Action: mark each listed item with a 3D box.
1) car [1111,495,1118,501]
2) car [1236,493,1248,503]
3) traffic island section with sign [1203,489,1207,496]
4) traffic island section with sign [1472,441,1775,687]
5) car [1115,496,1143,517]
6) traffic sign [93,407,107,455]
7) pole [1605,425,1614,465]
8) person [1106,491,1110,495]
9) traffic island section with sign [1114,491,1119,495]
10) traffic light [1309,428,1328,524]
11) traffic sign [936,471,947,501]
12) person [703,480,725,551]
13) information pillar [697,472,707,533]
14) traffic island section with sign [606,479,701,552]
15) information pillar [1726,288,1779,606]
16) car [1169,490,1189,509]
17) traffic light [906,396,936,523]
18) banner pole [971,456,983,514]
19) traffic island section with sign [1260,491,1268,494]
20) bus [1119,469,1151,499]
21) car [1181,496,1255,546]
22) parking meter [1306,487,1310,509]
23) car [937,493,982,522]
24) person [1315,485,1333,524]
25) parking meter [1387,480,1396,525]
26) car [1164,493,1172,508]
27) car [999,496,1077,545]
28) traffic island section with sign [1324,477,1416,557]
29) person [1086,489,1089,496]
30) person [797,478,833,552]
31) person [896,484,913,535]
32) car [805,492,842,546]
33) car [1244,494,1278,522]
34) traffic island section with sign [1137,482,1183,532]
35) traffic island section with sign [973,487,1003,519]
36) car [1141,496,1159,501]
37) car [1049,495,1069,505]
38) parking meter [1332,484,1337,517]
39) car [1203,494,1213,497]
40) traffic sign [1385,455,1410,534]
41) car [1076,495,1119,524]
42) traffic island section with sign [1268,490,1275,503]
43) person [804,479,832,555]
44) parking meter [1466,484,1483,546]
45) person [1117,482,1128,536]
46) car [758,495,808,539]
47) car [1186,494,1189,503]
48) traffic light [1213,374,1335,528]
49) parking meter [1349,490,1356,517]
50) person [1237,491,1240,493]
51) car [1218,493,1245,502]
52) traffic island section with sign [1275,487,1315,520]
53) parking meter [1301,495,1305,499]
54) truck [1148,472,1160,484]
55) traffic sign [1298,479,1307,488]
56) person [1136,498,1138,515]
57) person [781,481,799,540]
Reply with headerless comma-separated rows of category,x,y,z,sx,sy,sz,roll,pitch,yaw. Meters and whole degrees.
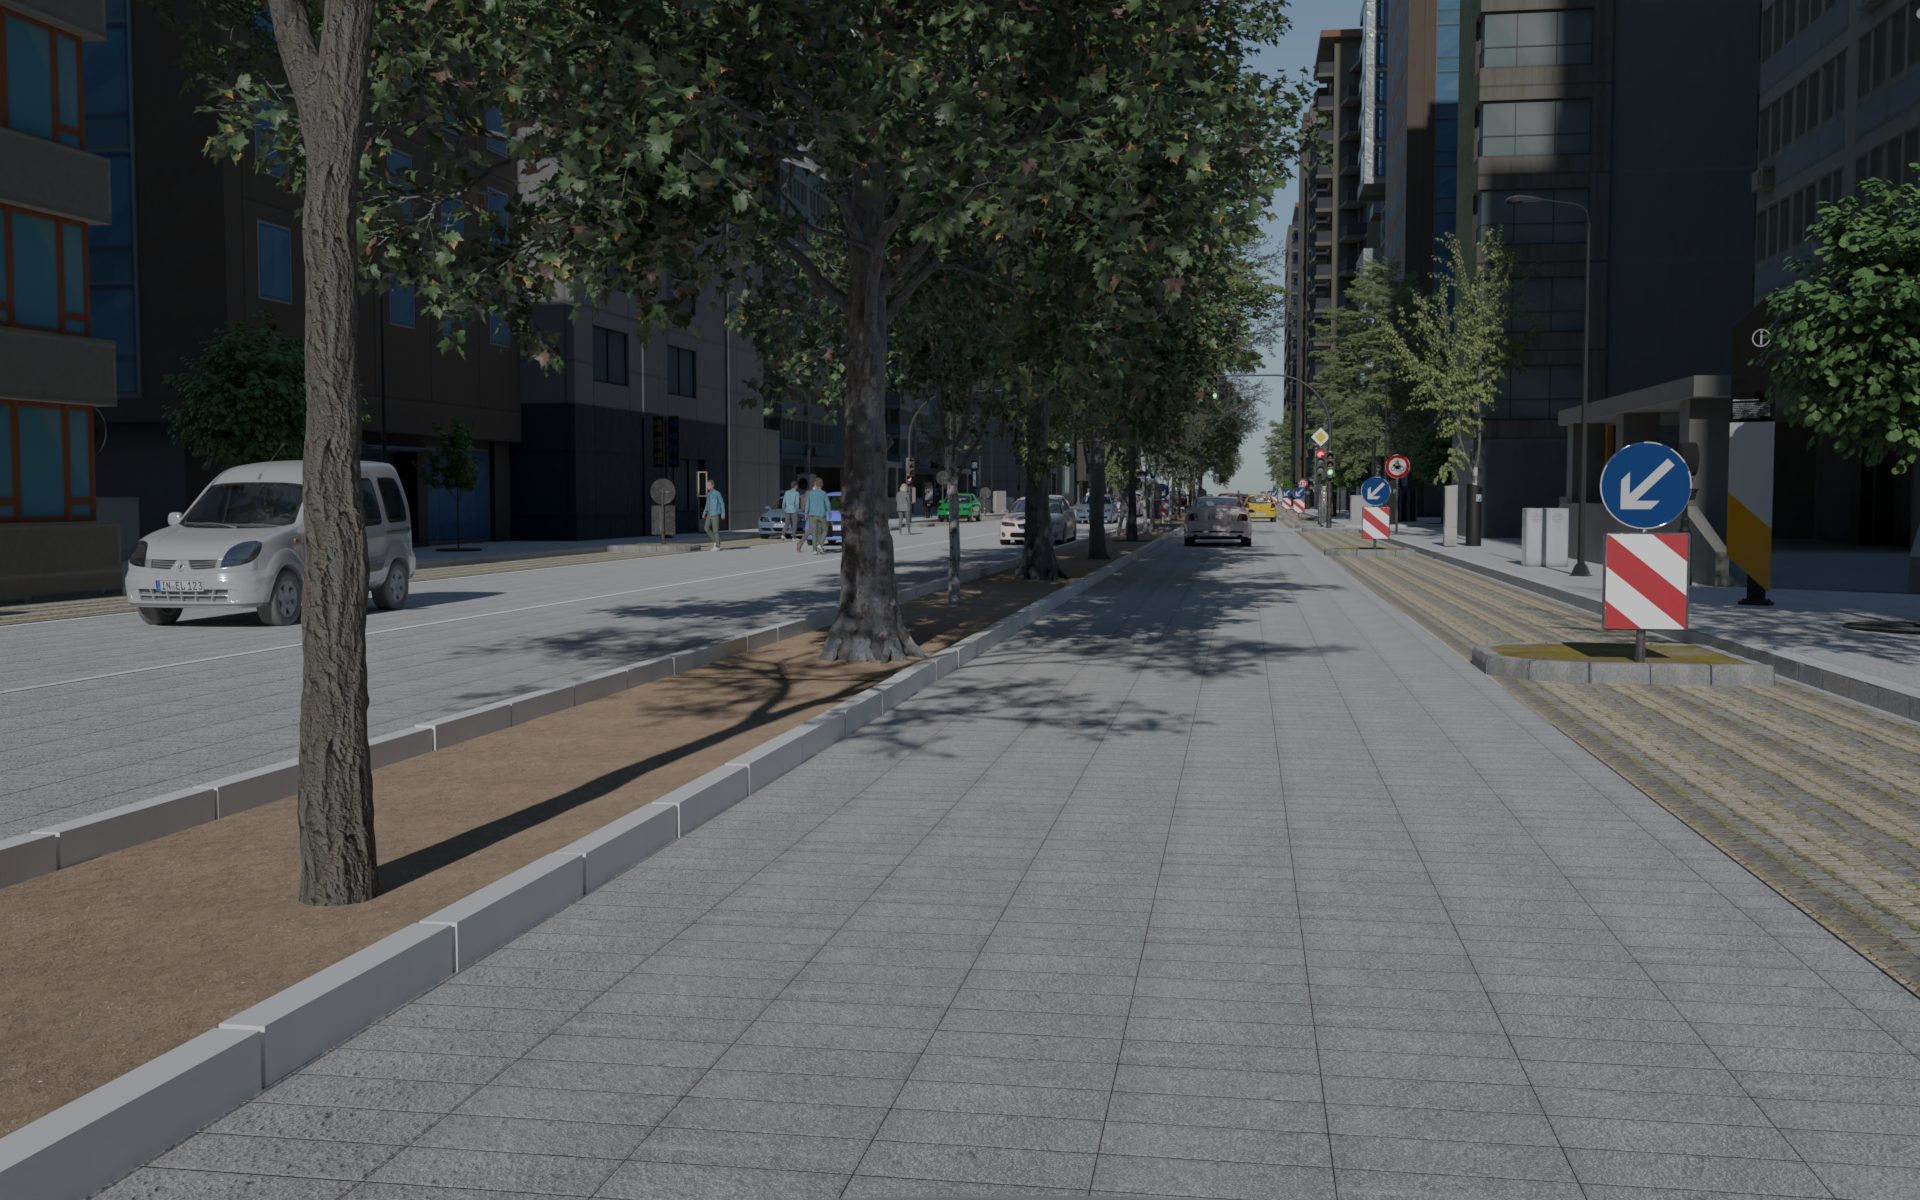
car,17.313,-11.095,193.982,1.945,1.354,3.894,1,4,9
car,19.389,-6.802,120.252,2.155,1.783,4.494,1,4,9
traffic island section with sign,20.777,-8.574,148.317,2.006,1.907,1.989,1,4,9
traffic island section with sign,5.204,-0.322,13.891,1.989,1.847,2.006,1,4,9
car,10.594,-5.947,109.594,2.083,1.381,4.827,1,4,11
traffic sign,-12.403,-1.493,24.522,0.768,2.556,0.104,1,4,18
pole,16.865,-3.132,45.051,0.158,3.312,0.155,0,3,0
person,16.079,-10.945,188.129,1.217,1.739,0.721,0,4,-5
traffic island section with sign,18.266,-11.805,201.640,1.989,1.847,2.006,1,4,9
traffic light,15.226,-5.162,73.318,0.839,4.253,0.868,1,4,9
traffic sign,-0.949,-5.779,94.597,0.768,2.556,0.104,1,4,17
person,-6.181,-2.125,43.591,0.444,1.785,0.601,-3,5,-41
information pillar,-8.424,-3.187,56.597,0.304,2.012,0.304,-1,4,-15
traffic island section with sign,-7.601,-2.131,43.467,1.989,1.847,2.006,1,4,9
information pillar,9.140,-1.750,19.965,0.504,3.616,0.183,3,5,43
car,20.489,-9.467,163.452,2.281,1.827,5.304,1,4,9
traffic light,-0.128,-6.188,75.840,4.771,5.953,1.251,1,4,9
banner pole,1.099,-7.589,114.098,0.863,3.779,0.401,1,4,23
traffic island section with sign,31.109,-10.006,172.225,1.989,1.847,2.006,1,4,9
bus,18.128,-11.338,176.925,2.896,3.916,12.252,1,4,9
car,7.292,-2.238,48.958,2.083,1.381,4.827,1,4,9
parking meter,29.276,-8.561,145.682,0.255,1.863,0.399,2,4,34
car,-0.008,-4.904,88.984,1.959,1.807,4.718,1,4,9
person,16.079,-4.153,76.528,0.709,1.813,0.853,-1,4,-17
parking meter,18.175,-4.111,72.924,0.399,1.863,0.255,-3,5,-40
car,18.041,-8.742,152.524,1.945,1.707,3.694,1,4,9
car,2.303,-2.315,50.207,2.083,1.381,4.827,1,4,10
traffic island section with sign,9.550,-1.949,40.495,1.989,1.847,2.006,1,4,9
person,8.453,-6.395,113.291,0.478,1.798,0.641,1,4,23
person,-3.575,-2.082,42.499,0.822,1.834,0.622,2,4,27
person,-1.971,-3.172,60.542,0.537,1.800,0.526,2,4,32
car,-3.240,-2.424,49.230,1.945,1.707,3.694,1,4,9
car,15.424,-4.843,89.411,2.015,1.641,3.980,0,4,8
traffic island section with sign,7.450,-3.591,66.851,2.006,1.907,1.989,1,4,9
traffic island section with sign,1.425,-5.508,98.686,1.989,1.847,2.006,1,4,9
car,14.411,-7.378,130.423,2.009,1.686,4.222,1,4,11
car,5.386,-5.504,102.347,2.083,1.381,4.827,1,4,10
parking meter,21.060,-5.622,97.636,0.255,1.863,0.399,-1,4,-15
car,43.470,-17.890,302.286,2.009,1.686,4.222,1,4,10
traffic sign,14.120,-3.415,55.947,0.768,2.556,0.104,1,4,13
car,6.723,-4.430,84.436,2.014,1.417,4.499,1,4,10
traffic island section with sign,23.002,-6.976,122.681,1.989,1.847,2.006,1,4,9
person,-3.350,-1.961,40.902,0.601,1.785,0.444,1,4,13
parking meter,12.652,-2.093,42.638,0.372,1.533,0.369,0,3,0
person,5.661,-3.113,59.207,0.655,1.846,0.447,2,4,30
car,-5.255,-2.720,56.472,2.014,1.417,4.499,1,4,9
car,24.267,-11.052,189.499,1.959,1.807,4.718,1,4,9
traffic light,11.858,-5.564,65.633,4.771,5.953,1.251,1,4,9
parking meter,21.640,-5.326,95.493,0.372,1.533,0.369,0,3,0
person,31.288,-11.402,194.864,0.705,1.831,1.348,0,4,4
car,16.658,-6.020,107.460,2.155,1.783,4.494,0,4,8
traffic island section with sign,18.540,-5.309,95.428,1.989,1.847,2.006,1,4,9
parking meter,27.711,-8.048,139.998,0.372,1.533,0.369,0,3,0
truck,23.088,-13.460,209.829,2.967,4.110,18.799,1,4,9
traffic sign,28.682,-8.859,144.957,0.768,2.556,0.104,1,4,17
person,10.533,-5.580,104.754,0.505,1.210,0.382,3,5,44
person,-5.216,-2.730,53.161,0.660,1.820,0.620,2,4,28
